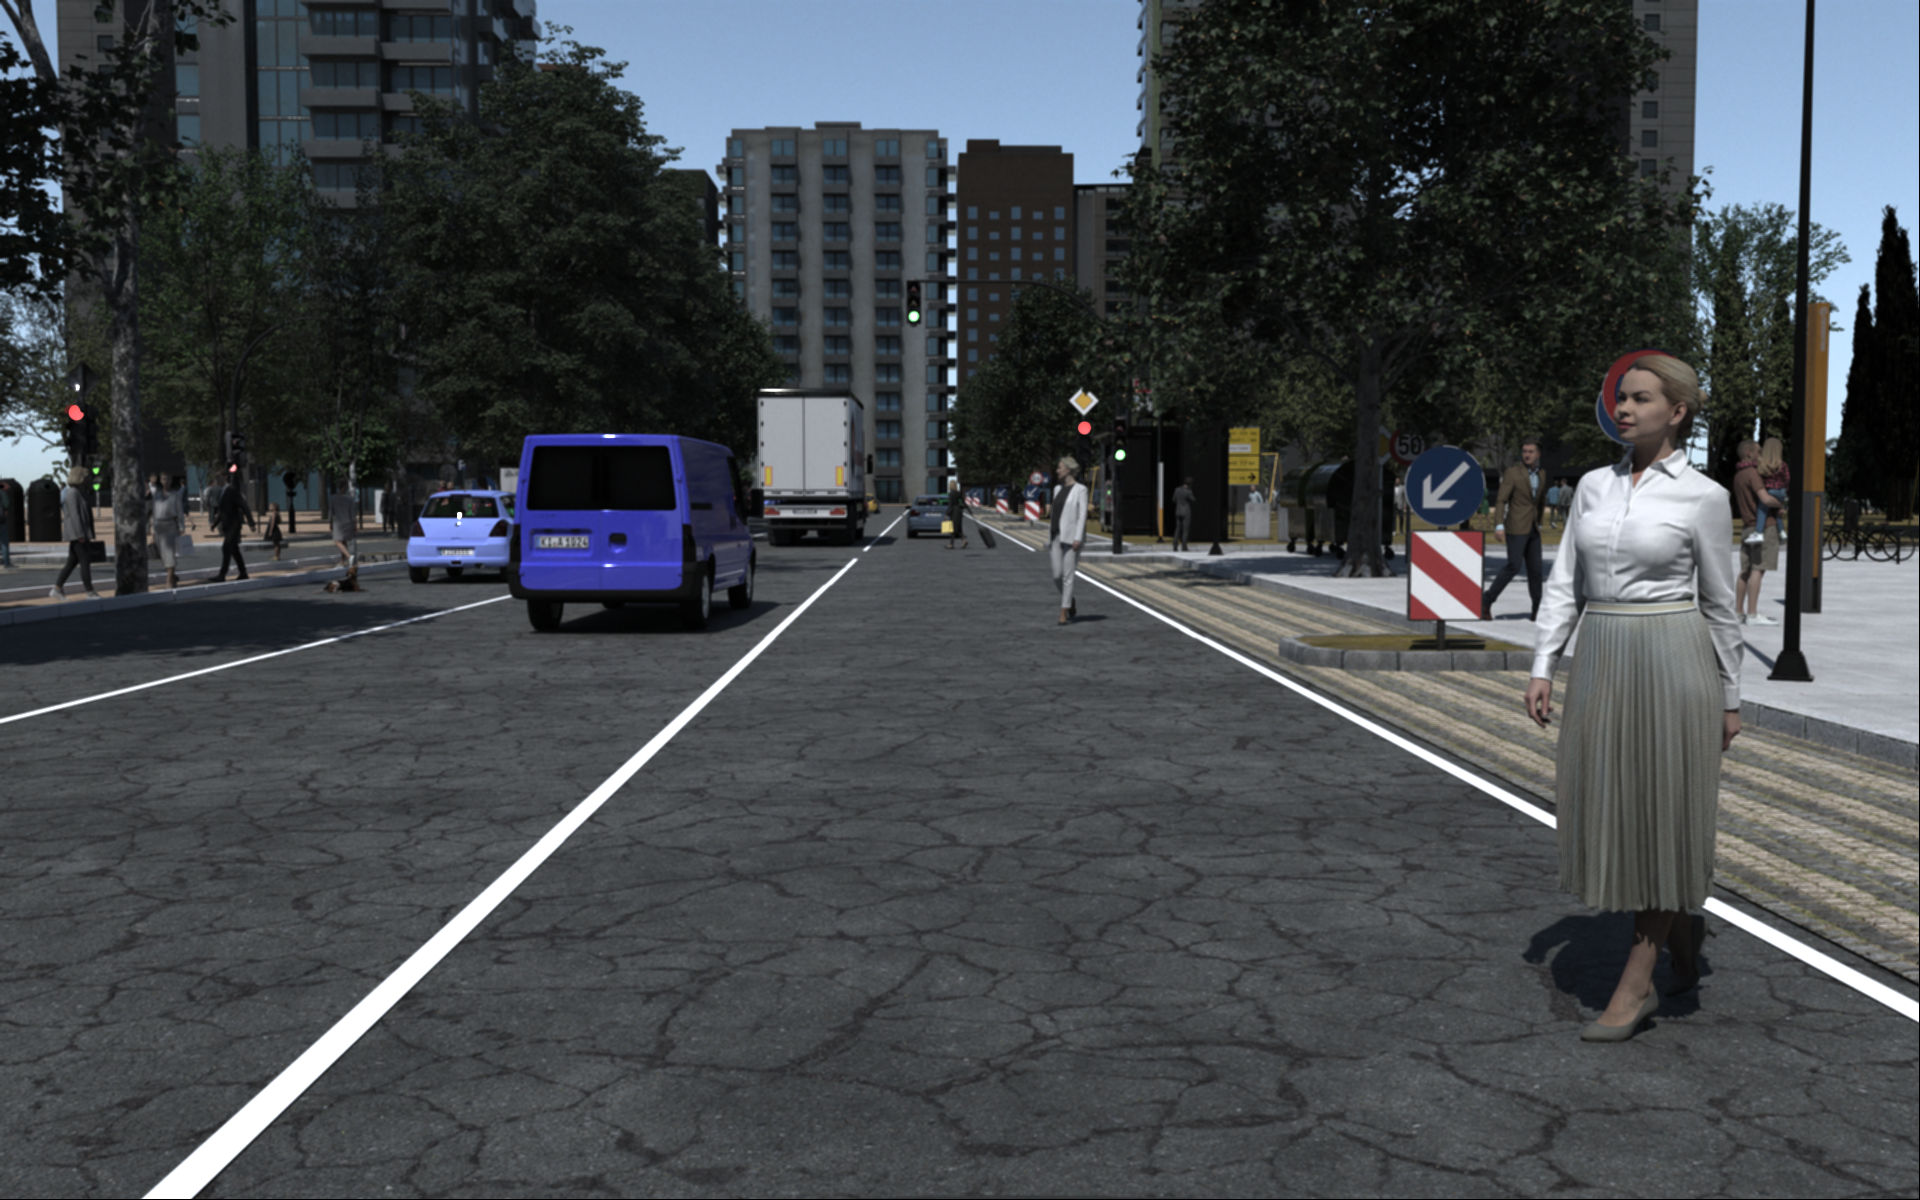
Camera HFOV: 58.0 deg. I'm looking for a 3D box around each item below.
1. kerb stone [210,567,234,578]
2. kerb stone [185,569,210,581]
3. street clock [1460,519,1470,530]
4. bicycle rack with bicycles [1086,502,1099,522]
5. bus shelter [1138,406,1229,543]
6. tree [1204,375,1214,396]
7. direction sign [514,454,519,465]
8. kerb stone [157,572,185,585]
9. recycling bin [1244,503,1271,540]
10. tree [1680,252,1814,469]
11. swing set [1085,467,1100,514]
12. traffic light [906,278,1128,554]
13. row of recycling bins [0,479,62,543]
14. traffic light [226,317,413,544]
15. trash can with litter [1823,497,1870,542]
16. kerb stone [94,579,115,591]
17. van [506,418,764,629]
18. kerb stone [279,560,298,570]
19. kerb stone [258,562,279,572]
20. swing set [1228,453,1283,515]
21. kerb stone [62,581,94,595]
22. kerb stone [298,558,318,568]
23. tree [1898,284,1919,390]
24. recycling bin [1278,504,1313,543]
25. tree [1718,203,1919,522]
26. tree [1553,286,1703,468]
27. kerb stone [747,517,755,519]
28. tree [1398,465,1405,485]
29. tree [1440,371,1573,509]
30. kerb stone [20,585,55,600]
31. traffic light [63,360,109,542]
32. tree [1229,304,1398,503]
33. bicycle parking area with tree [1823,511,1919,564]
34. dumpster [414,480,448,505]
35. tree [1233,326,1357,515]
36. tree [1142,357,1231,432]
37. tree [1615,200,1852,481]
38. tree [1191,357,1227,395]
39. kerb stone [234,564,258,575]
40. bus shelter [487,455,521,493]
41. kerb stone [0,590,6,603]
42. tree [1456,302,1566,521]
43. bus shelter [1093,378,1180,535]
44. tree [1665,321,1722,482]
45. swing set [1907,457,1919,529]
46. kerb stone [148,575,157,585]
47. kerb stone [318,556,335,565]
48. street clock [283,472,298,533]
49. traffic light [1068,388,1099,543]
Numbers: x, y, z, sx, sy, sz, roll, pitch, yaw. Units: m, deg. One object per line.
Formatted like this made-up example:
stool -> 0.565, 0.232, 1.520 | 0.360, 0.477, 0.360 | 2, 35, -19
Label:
kerb stone -> -12.796, -0.465, 29.809 | 0.120, 0.150, 1.000 | 0, 4, -1
kerb stone -> -12.777, -0.400, 28.788 | 0.120, 0.150, 1.000 | 0, 4, -1
street clock -> 10.852, -1.997, 37.216 | 0.471, 2.002, 0.358 | 2, 4, 29
bicycle rack with bicycles -> 6.056, -4.029, 79.257 | 2.852, 0.926, 2.925 | -1, 4, -21
bus shelter -> 6.245, -3.508, 48.639 | 1.731, 3.624, 6.357 | 0, 4, -1
tree -> 16.928, -10.409, 104.597 | 7.601, 10.594, 8.767 | 1, 4, 13
direction sign -> -25.286, -6.530, 98.765 | 0.379, 3.537, 0.876 | -2, 4, -31
kerb stone -> -12.747, -0.341, 27.766 | 0.120, 0.150, 1.000 | 0, 4, -1
recycling bin -> 8.454, -2.241, 49.187 | 0.722, 1.027, 0.722 | 1, 4, 10
tree -> 23.795, -6.215, 51.983 | 4.737, 8.622, 4.395 | 0, 3, 0
swing set -> 9.187, -6.591, 105.385 | 3.119, 2.851, 2.862 | 1, 4, 18
traffic light -> 1.246, -3.794, 36.703 | 4.771, 5.953, 1.251 | 0, 4, -1
row of recycling bins -> -25.728, -2.367, 45.818 | 3.534, 1.692, 1.069 | -1, 4, -19
traffic light -> -16.489, -4.271, 44.502 | 4.771, 5.953, 1.251 | 0, 4, -1
trash can with litter -> 23.752, -2.190, 46.858 | 2.233, 1.210, 1.678 | -2, 4, -26
kerb stone -> -12.706, -0.212, 25.718 | 0.120, 0.150, 1.000 | 0, 4, -1
van -> -3.589, -0.956, 20.011 | 2.240, 2.365, 5.245 | 0, 4, 1
kerb stone -> -12.857, -0.648, 32.890 | 0.120, 0.150, 1.000 | 0, 4, -1
kerb stone -> -12.831, -0.591, 31.866 | 0.120, 0.150, 1.000 | 0, 4, -1
swing set -> 11.029, -4.244, 67.010 | 3.119, 2.851, 2.862 | 2, 4, 27
kerb stone -> -12.690, -0.152, 24.690 | 0.120, 0.150, 1.000 | 0, 4, -1
kerb stone -> -12.869, -0.718, 33.927 | 0.120, 0.150, 1.000 | 0, 4, -1
tree -> 30.598, -6.219, 52.049 | 4.737, 8.622, 4.395 | 0, 3, 0
recycling bin -> 8.909, -2.043, 45.963 | 0.722, 1.027, 0.722 | -1, 4, -15
tree -> 43.708, -11.270, 86.088 | 18.604, 14.587, 13.155 | 3, 5, 45
tree -> 29.766, -9.768, 77.830 | 7.486, 12.596, 7.792 | 0, 3, 0
kerb stone -> -12.078, -4.762, 100.047 | 0.120, 0.150, 1.000 | 0, 4, -1
tree -> 26.575, -9.476, 105.288 | 4.737, 8.622, 4.395 | 0, 3, 0
tree -> 27.598, -9.400, 88.100 | 7.601, 10.594, 8.767 | 1, 4, 20
kerb stone -> -12.680, -0.088, 23.668 | 0.120, 0.150, 1.000 | 0, 4, -1
traffic light -> -18.421, -2.907, 36.443 | 0.839, 4.253, 0.868 | 0, 4, -1
tree -> 12.467, -6.814, 61.769 | 4.737, 8.622, 4.395 | 0, 3, 0
bicycle parking area with tree -> 19.923, -2.612, 29.703 | 9.016, 4.147, 8.231 | 1, 4, 18
dumpster -> -21.870, -4.043, 71.869 | 1.264, 1.857, 1.865 | 0, 4, -1
tree -> 18.769, -9.695, 92.918 | 7.601, 10.594, 8.767 | 0, 4, -1
tree -> 15.880, -12.142, 116.654 | 7.486, 12.596, 7.792 | 0, 3, 0
tree -> 26.736, -8.275, 61.047 | 9.928, 11.665, 9.643 | 0, 3, 0
tree -> 11.021, -7.408, 71.478 | 4.737, 8.622, 4.395 | 0, 3, 0
kerb stone -> -12.809, -0.527, 30.844 | 0.120, 0.150, 1.000 | 0, 4, -1
bus shelter -> -23.268, -5.976, 91.635 | 2.014, 3.302, 5.546 | 0, 4, -1
kerb stone -> -12.644, -0.027, 22.641 | 0.120, 0.150, 1.000 | 0, 4, -1
tree -> 22.055, -7.301, 69.727 | 4.737, 8.622, 4.395 | 0, 3, 0
bus shelter -> 5.646, -4.884, 57.492 | 2.179, 5.291, 8.768 | 0, 4, -1
tree -> 28.761, -7.285, 69.465 | 4.360, 8.622, 3.978 | 0, 3, 0
swing set -> 33.508, -3.651, 57.315 | 3.119, 2.851, 2.862 | 1, 4, 14
kerb stone -> -12.729, -0.277, 26.743 | 0.120, 0.150, 1.000 | 0, 4, -1
kerb stone -> -12.896, -0.780, 34.949 | 0.120, 0.150, 1.000 | 0, 4, -1
street clock -> -21.783, -3.173, 56.441 | 0.471, 2.002, 0.358 | -2, 4, -30
traffic light -> 3.178, -3.422, 44.869 | 0.839, 4.253, 0.868 | 0, 4, -1
